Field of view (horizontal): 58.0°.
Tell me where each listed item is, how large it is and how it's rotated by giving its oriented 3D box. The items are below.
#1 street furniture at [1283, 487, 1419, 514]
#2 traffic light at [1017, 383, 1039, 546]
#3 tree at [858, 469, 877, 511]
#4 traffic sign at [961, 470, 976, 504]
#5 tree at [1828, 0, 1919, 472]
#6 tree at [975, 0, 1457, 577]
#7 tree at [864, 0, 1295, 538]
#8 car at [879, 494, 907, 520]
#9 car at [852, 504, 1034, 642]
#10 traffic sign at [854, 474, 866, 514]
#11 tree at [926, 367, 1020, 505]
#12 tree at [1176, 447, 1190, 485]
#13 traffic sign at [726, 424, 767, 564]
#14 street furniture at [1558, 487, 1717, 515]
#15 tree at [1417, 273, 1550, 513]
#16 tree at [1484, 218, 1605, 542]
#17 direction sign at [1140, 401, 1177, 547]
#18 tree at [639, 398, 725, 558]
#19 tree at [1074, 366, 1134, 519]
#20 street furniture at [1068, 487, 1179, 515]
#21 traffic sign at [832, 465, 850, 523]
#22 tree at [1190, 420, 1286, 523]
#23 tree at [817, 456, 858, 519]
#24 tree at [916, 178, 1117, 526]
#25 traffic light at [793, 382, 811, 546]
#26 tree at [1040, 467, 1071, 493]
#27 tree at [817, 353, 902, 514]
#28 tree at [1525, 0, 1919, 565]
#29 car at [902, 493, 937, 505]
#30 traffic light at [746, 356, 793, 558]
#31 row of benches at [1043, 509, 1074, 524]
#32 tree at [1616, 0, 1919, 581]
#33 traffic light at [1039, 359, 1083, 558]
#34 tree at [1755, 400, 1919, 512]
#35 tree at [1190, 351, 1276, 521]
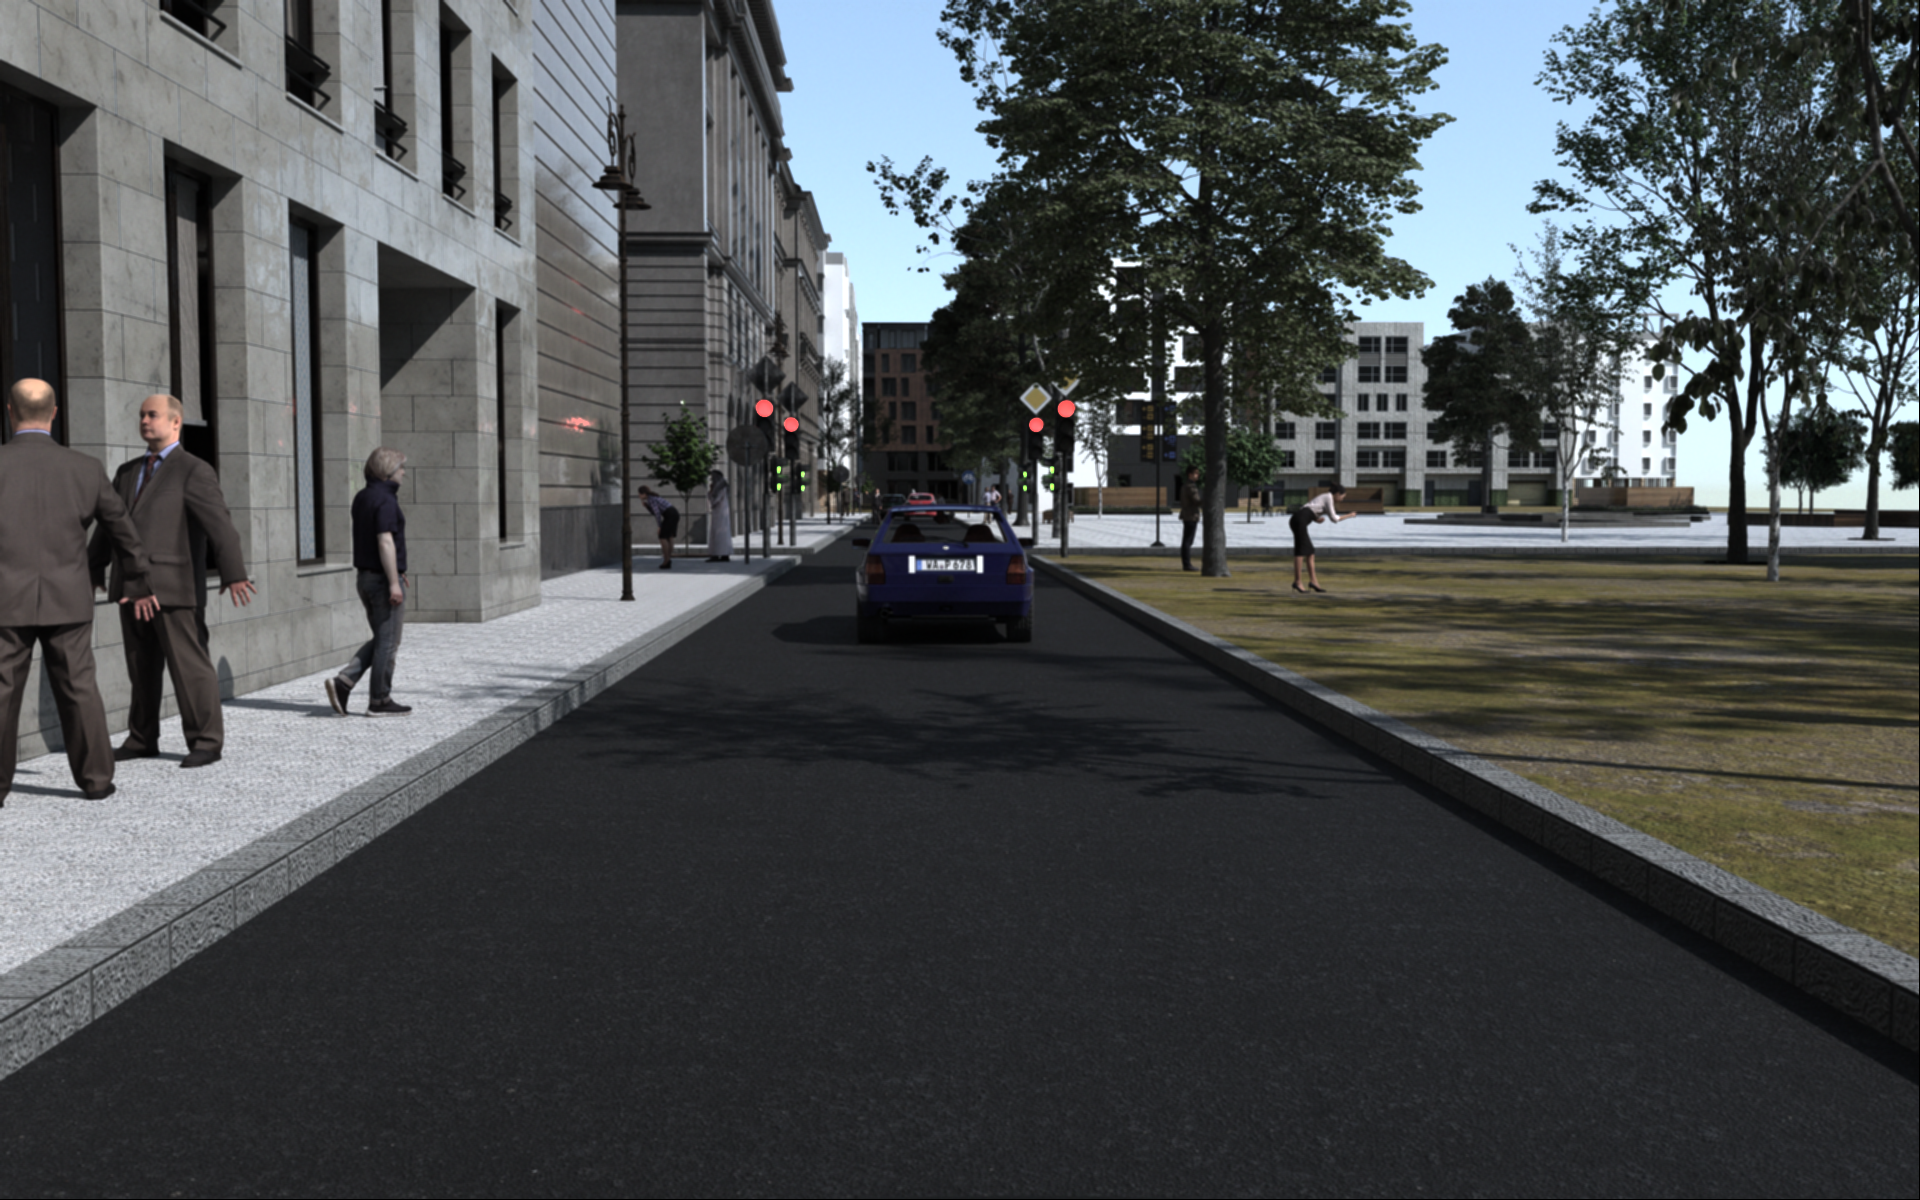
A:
[{"bbox_3d":[24.233,-6.522,113.492,11.010,1.723,9.812,1,4,13],"label":"street furniture"},{"bbox_3d":[1.846,-3.280,42.872,0.839,4.213,0.868,0,4,-2],"label":"traffic light"},{"bbox_3d":[-7.320,-8.397,131.897,1.663,3.219,1.824,0,3,0],"label":"tree"},{"bbox_3d":[0.461,-5.594,91.565,0.768,2.556,0.104,0,4,0],"label":"traffic sign"},{"bbox_3d":[10.814,-4.072,16.938,4.737,8.622,4.395,0,3,0],"label":"tree"},{"bbox_3d":[3.715,-6.616,26.303,7.486,12.596,7.792,0,3,0],"label":"tree"},{"bbox_3d":[3.579,-11.935,51.026,12.611,20.169,13.585,0,3,0],"label":"tree"},{"bbox_3d":[-3.709,-5.373,97.641,2.009,1.686,4.222,0,4,0],"label":"car"},{"bbox_3d":[-0.175,-0.338,18.101,1.945,1.354,3.894,0,4,-1],"label":"car"},{"bbox_3d":[-6.282,-6.659,108.979,0.768,2.556,0.104,0,4,5],"label":"traffic sign"},{"bbox_3d":[1.268,-11.873,116.176,6.751,12.117,7.091,0,3,0],"label":"tree"},{"bbox_3d":[14.414,-7.303,103.114,4.285,4.588,4.351,0,3,0],"label":"tree"},{"bbox_3d":[-3.901,-1.930,31.662,0.768,2.556,0.104,0,4,4],"label":"traffic sign"},{"bbox_3d":[42.204,-6.284,109.590,9.812,1.723,11.010,-1,4,-18],"label":"street furniture"},{"bbox_3d":[29.807,-11.702,98.753,7.806,13.903,7.818,0,3,0],"label":"tree"},{"bbox_3d":[16.051,-5.838,45.807,4.360,8.622,3.978,0,3,0],"label":"tree"},{"bbox_3d":[4.826,-3.067,42.148,0.876,3.537,0.379,0,4,-1],"label":"direction sign"},{"bbox_3d":[-5.675,-2.476,35.076,1.663,3.219,1.824,0,3,0],"label":"tree"},{"bbox_3d":[7.265,-8.566,90.414,4.360,8.622,3.978,0,3,0],"label":"tree"},{"bbox_3d":[8.991,-6.367,110.950,9.812,1.723,11.010,0,4,-8],"label":"street furniture"},{"bbox_3d":[-5.297,-4.705,77.030,0.768,2.556,0.104,0,4,1],"label":"traffic sign"},{"bbox_3d":[12.818,-5.691,76.757,4.285,4.588,4.351,0,3,0],"label":"tree"},{"bbox_3d":[-6.347,-5.723,88.173,1.663,3.219,1.824,0,3,0],"label":"tree"},{"bbox_3d":[2.458,-9.867,68.756,7.806,13.903,7.818,0,3,0],"label":"tree"},{"bbox_3d":[-4.112,-3.268,42.673,0.839,4.213,0.868,0,4,-2],"label":"traffic light"},{"bbox_3d":[5.553,-6.700,104.153,1.663,3.219,1.824,0,3,0],"label":"tree"},{"bbox_3d":[-8.018,-10.979,113.923,8.767,10.594,7.601,-1,4,-10],"label":"tree"},{"bbox_3d":[14.345,-6.473,31.585,9.928,11.665,9.643,0,3,0],"label":"tree"},{"bbox_3d":[-2.058,-5.114,92.662,2.155,1.783,4.494,0,4,0],"label":"car"},{"bbox_3d":[-3.866,-2.780,34.692,0.839,4.213,0.868,0,4,-2],"label":"traffic light"},{"bbox_3d":[4.325,-3.682,75.671,1.422,0.672,4.104,1,4,14],"label":"row of benches"},{"bbox_3d":[11.955,-4.565,24.998,4.360,8.622,3.978,0,3,0],"label":"tree"},{"bbox_3d":[2.092,-2.792,34.891,0.839,4.213,0.868,0,4,-2],"label":"traffic light"},{"bbox_3d":[54.372,-8.608,103.645,11.467,7.101,20.602,-1,4,-22],"label":"tree"},{"bbox_3d":[12.735,-8.106,82.890,4.360,8.622,3.978,0,3,0],"label":"tree"}]
